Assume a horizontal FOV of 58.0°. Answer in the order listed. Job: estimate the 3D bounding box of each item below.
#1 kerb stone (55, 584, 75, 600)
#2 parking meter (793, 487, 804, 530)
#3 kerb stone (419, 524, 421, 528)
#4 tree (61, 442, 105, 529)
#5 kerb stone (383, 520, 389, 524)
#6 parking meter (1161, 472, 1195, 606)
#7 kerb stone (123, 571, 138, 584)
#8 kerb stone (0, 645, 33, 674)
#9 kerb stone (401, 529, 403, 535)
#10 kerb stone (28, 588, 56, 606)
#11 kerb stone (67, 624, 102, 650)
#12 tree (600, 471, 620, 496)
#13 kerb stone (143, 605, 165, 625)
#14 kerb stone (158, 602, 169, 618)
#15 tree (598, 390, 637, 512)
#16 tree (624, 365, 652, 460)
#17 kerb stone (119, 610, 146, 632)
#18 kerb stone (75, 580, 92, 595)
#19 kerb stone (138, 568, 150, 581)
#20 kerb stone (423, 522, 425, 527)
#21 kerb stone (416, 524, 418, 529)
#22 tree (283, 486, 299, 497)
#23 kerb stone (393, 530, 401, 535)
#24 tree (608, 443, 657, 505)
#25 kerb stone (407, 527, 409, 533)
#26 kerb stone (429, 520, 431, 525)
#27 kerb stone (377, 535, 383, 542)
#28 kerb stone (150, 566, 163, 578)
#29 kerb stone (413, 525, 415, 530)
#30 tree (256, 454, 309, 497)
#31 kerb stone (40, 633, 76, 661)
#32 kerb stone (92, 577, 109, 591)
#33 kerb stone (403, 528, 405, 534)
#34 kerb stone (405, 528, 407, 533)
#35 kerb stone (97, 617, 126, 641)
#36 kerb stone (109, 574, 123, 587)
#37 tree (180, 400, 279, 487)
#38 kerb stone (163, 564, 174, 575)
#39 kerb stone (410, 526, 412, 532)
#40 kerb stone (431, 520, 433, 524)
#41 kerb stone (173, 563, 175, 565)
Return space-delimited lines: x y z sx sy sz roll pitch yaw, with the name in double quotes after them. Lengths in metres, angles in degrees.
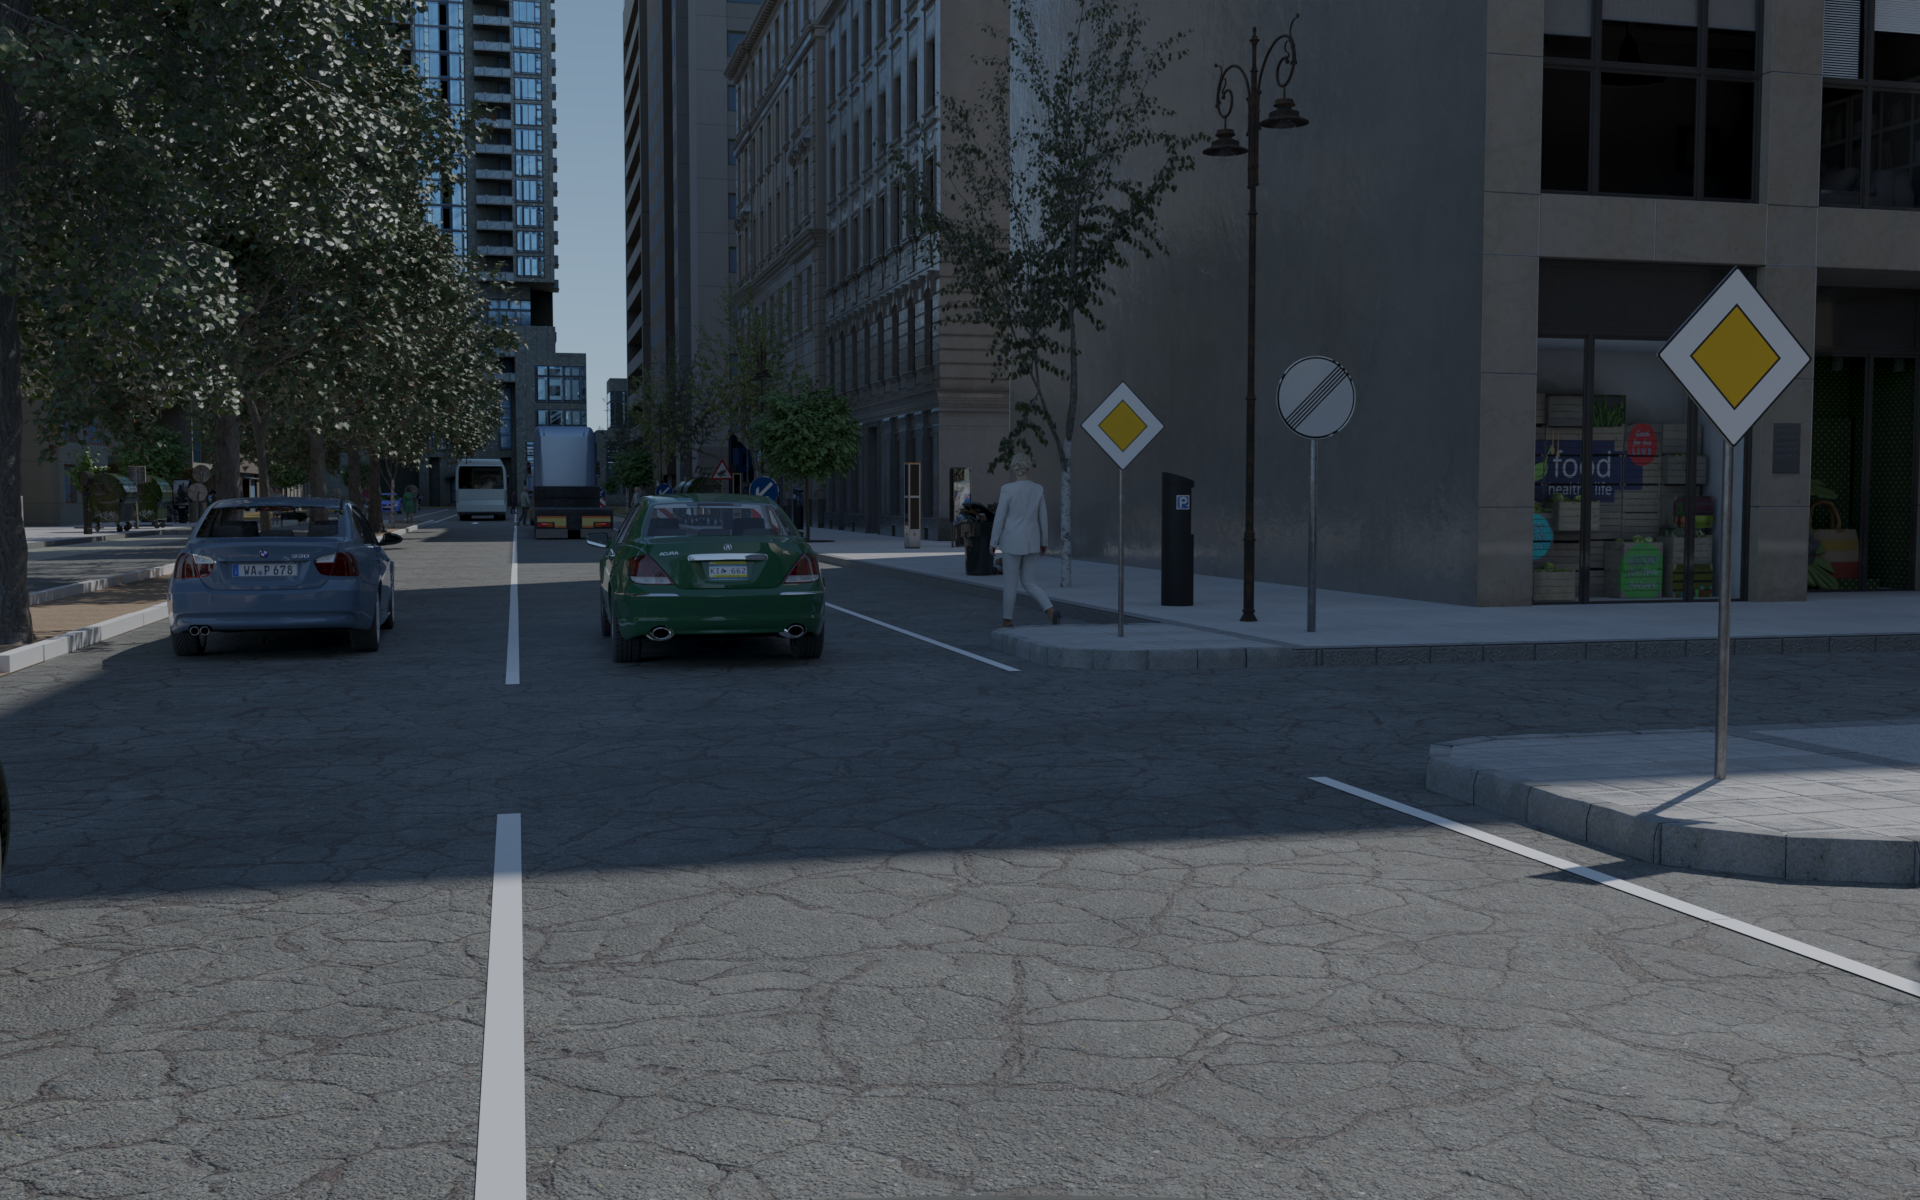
-12.339 -0.092 23.704 0.120 0.150 1.000 -1 4 -14 "kerb stone"
-5.844 -3.315 62.604 0.372 1.533 0.369 0 3 0 "parking meter"
-22.279 -2.979 70.907 0.120 0.150 1.000 -1 4 -14 "kerb stone"
-32.402 -4.268 64.383 1.663 3.219 1.824 0 3 0 "tree"
-27.883 -3.801 84.338 0.120 0.150 1.000 -1 4 -14 "kerb stone"
2.502 -0.703 19.908 0.372 1.533 0.369 0 3 0 "parking meter"
-13.353 -0.335 27.676 0.120 0.150 1.000 -1 4 -14 "kerb stone"
-7.761 0.486 14.283 0.120 0.150 1.000 -1 4 -14 "kerb stone"
-19.478 -2.312 59.995 0.120 0.150 1.000 -1 4 -14 "kerb stone"
-12.086 -0.025 22.708 0.120 0.150 1.000 -1 4 -14 "kerb stone"
-8.262 0.363 16.267 0.120 0.150 1.000 -1 4 -14 "kerb stone"
-29.559 -9.333 147.199 1.663 3.219 1.824 0 3 0 "tree"
-9.028 0.186 19.241 0.120 0.150 1.000 -1 4 -14 "kerb stone"
-9.285 0.120 20.230 0.120 0.150 1.000 -1 4 -14 "kerb stone"
-23.526 -10.520 122.371 4.360 8.622 3.978 0 3 0 "tree"
-16.192 -8.776 93.847 4.737 8.622 4.395 0 3 0 "tree"
-8.775 0.242 18.250 0.120 0.150 1.000 -1 4 -14 "kerb stone"
-12.597 -0.153 24.694 0.120 0.150 1.000 -1 4 -14 "kerb stone"
-13.612 -0.396 28.668 0.120 0.150 1.000 -1 4 -14 "kerb stone"
-23.040 -3.160 73.900 0.120 0.150 1.000 -1 4 -14 "kerb stone"
-21.766 -2.858 68.921 0.120 0.150 1.000 -1 4 -14 "kerb stone"
-43.482 -9.952 113.075 4.737 8.622 4.395 0 3 0 "tree"
-19.222 -2.250 58.995 0.120 0.150 1.000 -1 4 -14 "kerb stone"
-20.815 -7.768 110.727 4.285 4.588 4.351 0 3 0 "tree"
-20.240 -2.494 62.978 0.120 0.150 1.000 -1 4 -14 "kerb stone"
-24.317 -3.467 78.876 0.120 0.150 1.000 -1 4 -14 "kerb stone"
-17.695 -1.886 53.035 0.120 0.150 1.000 -1 4 -14 "kerb stone"
-13.866 -0.455 29.666 0.120 0.150 1.000 -1 4 -14 "kerb stone"
-21.262 -2.735 66.938 0.120 0.150 1.000 -1 4 -14 "kerb stone"
-41.052 -7.450 105.525 4.285 4.588 4.351 0 3 0 "tree"
-8.007 0.427 15.275 0.120 0.150 1.000 -1 4 -14 "kerb stone"
-12.846 -0.213 25.685 0.120 0.150 1.000 -1 4 -14 "kerb stone"
-19.727 -2.373 60.988 0.120 0.150 1.000 -1 4 -14 "kerb stone"
-19.983 -2.434 61.986 0.120 0.150 1.000 -1 4 -14 "kerb stone"
-8.518 0.302 17.260 0.120 0.150 1.000 -1 4 -14 "kerb stone"
-13.105 -0.274 26.681 0.120 0.150 1.000 -1 4 -14 "kerb stone"
-37.321 -8.417 87.980 4.737 8.622 4.395 0 3 0 "tree"
-14.126 -0.514 30.667 0.120 0.150 1.000 -1 4 -14 "kerb stone"
-20.751 -2.615 64.958 0.120 0.150 1.000 -1 4 -14 "kerb stone"
-24.825 -3.588 80.861 0.120 0.150 1.000 -1 4 -14 "kerb stone"
-14.383 -0.579 31.656 0.120 0.150 1.000 -1 4 -14 "kerb stone"
